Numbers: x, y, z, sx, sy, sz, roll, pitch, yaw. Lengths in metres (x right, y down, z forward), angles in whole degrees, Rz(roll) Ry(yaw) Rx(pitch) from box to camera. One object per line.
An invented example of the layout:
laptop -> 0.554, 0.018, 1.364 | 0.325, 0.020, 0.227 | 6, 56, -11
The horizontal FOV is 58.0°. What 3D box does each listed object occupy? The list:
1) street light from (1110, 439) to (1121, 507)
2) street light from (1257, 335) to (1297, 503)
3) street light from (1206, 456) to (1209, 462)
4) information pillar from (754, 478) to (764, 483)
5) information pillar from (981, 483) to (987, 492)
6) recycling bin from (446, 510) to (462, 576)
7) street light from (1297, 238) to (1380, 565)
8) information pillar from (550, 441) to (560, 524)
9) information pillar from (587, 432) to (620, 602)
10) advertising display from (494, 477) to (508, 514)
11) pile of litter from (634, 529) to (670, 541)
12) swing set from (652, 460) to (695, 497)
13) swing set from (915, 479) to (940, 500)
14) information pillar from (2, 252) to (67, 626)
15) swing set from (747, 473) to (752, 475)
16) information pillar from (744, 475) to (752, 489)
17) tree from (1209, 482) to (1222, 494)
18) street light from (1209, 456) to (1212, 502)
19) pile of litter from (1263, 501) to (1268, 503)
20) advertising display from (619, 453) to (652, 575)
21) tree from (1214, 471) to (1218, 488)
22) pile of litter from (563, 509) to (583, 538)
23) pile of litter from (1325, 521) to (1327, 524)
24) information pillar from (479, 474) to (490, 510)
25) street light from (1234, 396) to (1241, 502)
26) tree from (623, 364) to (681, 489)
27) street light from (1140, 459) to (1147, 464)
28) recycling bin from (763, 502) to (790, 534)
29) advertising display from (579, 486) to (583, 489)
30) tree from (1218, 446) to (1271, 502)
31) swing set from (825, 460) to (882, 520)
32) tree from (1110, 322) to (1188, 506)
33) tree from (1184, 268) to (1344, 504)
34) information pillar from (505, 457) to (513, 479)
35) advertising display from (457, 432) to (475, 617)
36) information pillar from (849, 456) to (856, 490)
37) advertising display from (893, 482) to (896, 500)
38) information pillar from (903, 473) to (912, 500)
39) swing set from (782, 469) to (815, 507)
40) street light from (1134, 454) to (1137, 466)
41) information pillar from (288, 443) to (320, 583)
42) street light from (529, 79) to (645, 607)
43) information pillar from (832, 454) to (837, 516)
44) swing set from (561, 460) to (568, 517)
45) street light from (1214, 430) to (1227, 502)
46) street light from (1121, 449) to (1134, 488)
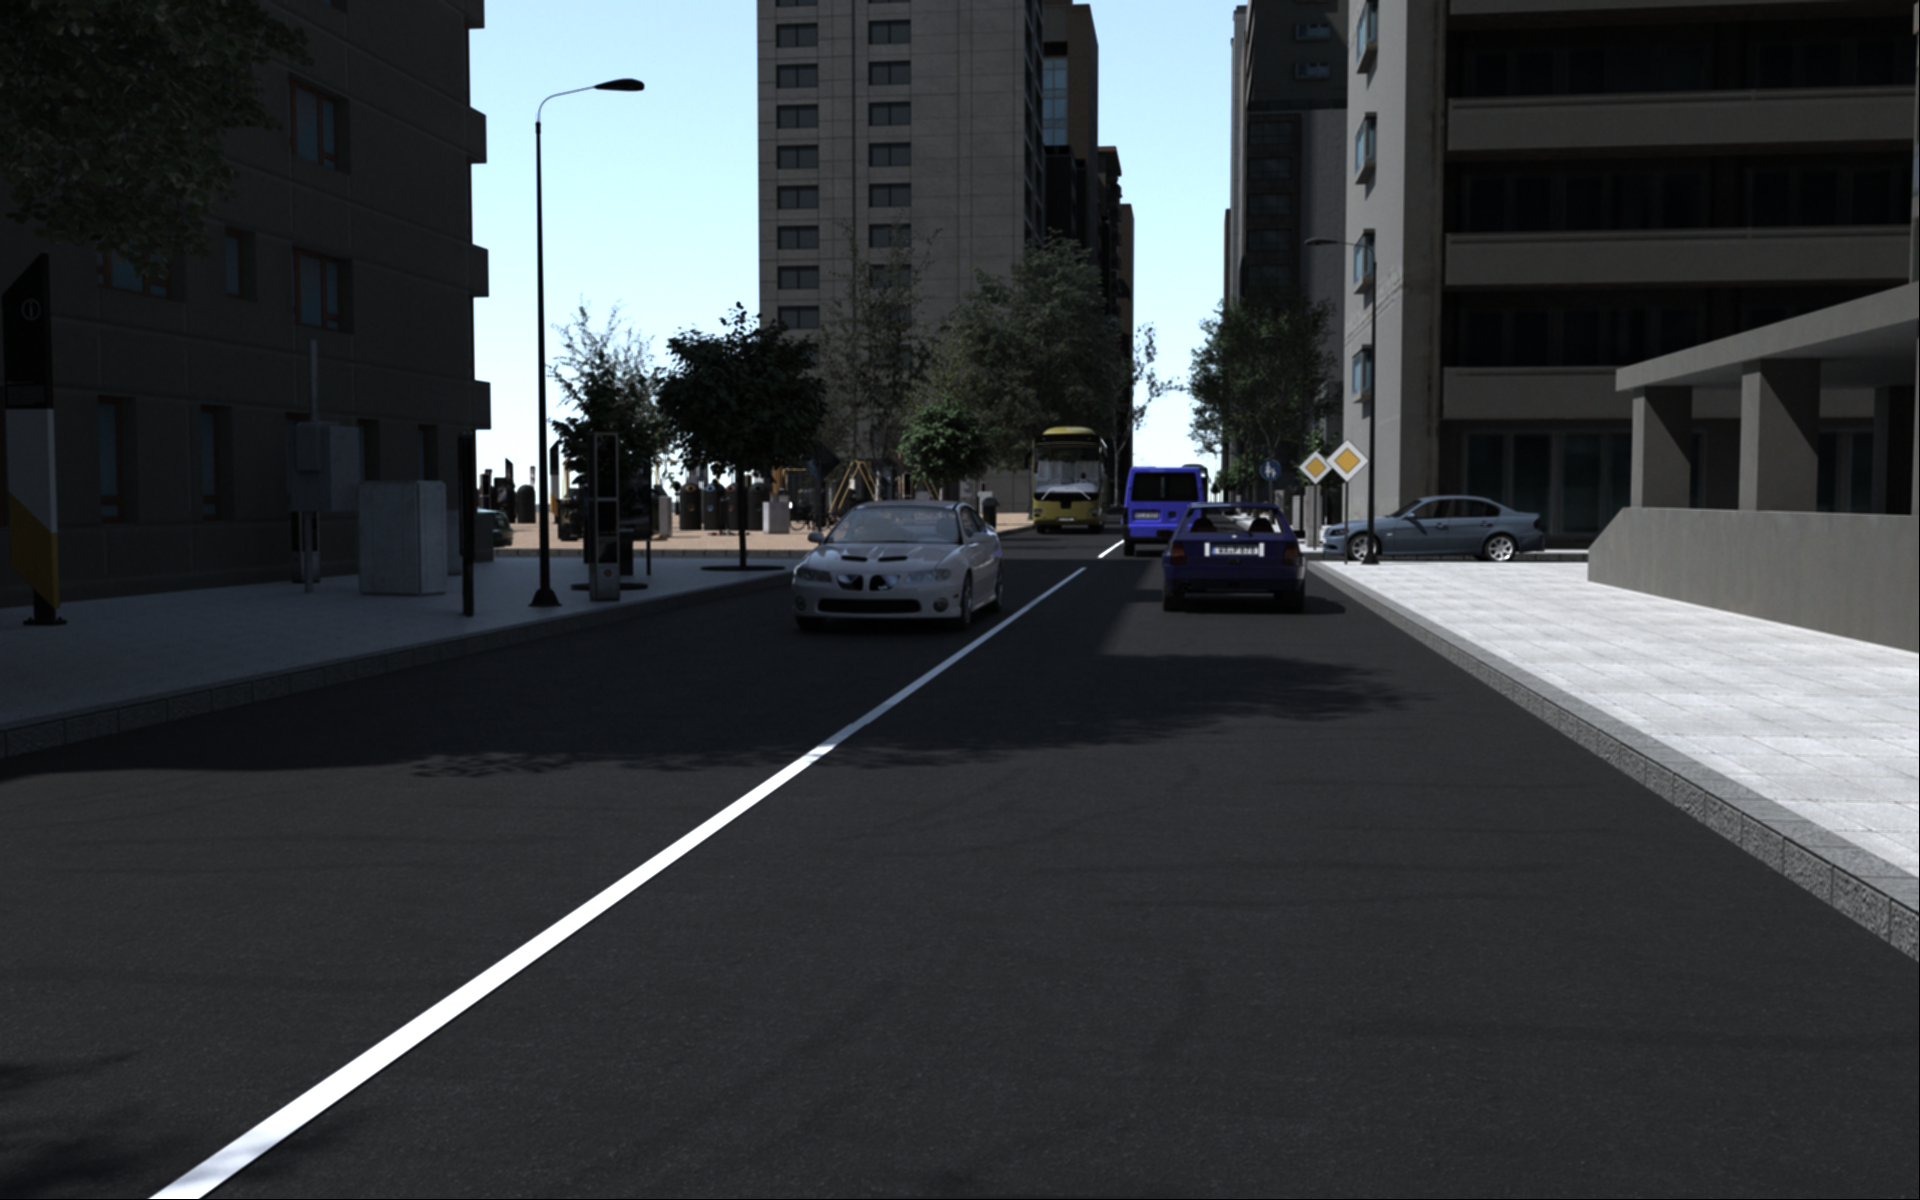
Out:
street light -> 12.708, -10.683, 147.202 | 1.470, 5.913, 1.316 | 0, 4, 8
street light -> 9.481, -4.783, 50.737 | 1.470, 5.913, 1.316 | 0, 4, 8
street light -> 30.621, -14.540, 210.275 | 1.470, 5.913, 1.316 | 0, 4, 8
information pillar -> -8.365, -4.933, 72.015 | 0.504, 3.616, 0.183 | 2, 4, 29
information pillar -> 1.573, -6.650, 113.221 | 0.304, 2.012, 0.304 | 1, 4, 17
recycling bin -> -8.335, -0.910, 27.427 | 0.722, 1.027, 0.722 | -2, 4, -32
street light -> 6.961, -3.608, 31.536 | 1.470, 5.913, 1.316 | 0, 4, 8
information pillar -> -17.453, -5.093, 74.617 | 0.183, 3.616, 0.504 | 2, 4, 32
information pillar -> -4.273, -0.996, 20.772 | 0.304, 2.012, 0.304 | -2, 4, -28
advertising display -> -17.796, -3.787, 67.127 | 0.123, 1.923, 0.974 | 1, 4, 9
pile of litter -> -8.613, -2.078, 47.936 | 1.176, 0.858, 1.719 | 0, 4, 5
swing set -> -12.611, -5.091, 80.863 | 3.119, 2.851, 2.862 | -1, 4, -12
swing set -> -2.477, -7.036, 112.663 | 2.862, 2.851, 3.119 | -1, 4, -9
information pillar -> -9.059, -1.563, 16.903 | 0.504, 3.616, 0.183 | 1, 4, 12
swing set -> -12.344, -6.364, 101.677 | 2.862, 2.851, 3.119 | 0, 4, -2
information pillar -> -8.187, -3.789, 66.434 | 0.304, 2.012, 0.304 | 2, 4, 35
tree -> 35.662, -15.182, 242.828 | 1.663, 3.219, 1.824 | 0, 3, 0
street light -> 23.581, -11.283, 157.017 | 1.470, 5.913, 1.316 | 0, 4, 8
pile of litter -> 18.912, -5.679, 106.814 | 1.719, 0.858, 1.176 | 1, 4, 10
advertising display -> -5.349, -1.351, 27.297 | 0.974, 1.923, 0.123 | -1, 4, -15
tree -> 30.575, -13.076, 197.499 | 4.285, 4.588, 4.351 | 0, 3, 0
pile of litter -> -10.885, -2.213, 50.147 | 1.176, 0.858, 1.719 | 3, 5, 44
pile of litter -> 16.342, -3.718, 74.750 | 1.719, 0.858, 1.176 | -1, 4, -14
information pillar -> -17.188, -3.559, 62.681 | 0.304, 2.012, 0.304 | -2, 4, -31
street light -> 13.610, -6.701, 82.104 | 1.470, 5.913, 1.316 | 0, 4, 8
tree -> -16.920, -8.977, 97.136 | 4.737, 8.622, 4.395 | 0, 3, 0
street light -> 23.698, -15.750, 230.057 | 1.470, 5.913, 1.316 | 0, 4, 8
recycling bin -> -5.945, -2.657, 55.996 | 0.722, 1.027, 0.722 | -1, 4, -20
advertising display -> -18.552, -4.952, 86.185 | 0.974, 1.923, 0.123 | 2, 4, 29
tree -> 20.001, -8.252, 118.639 | 4.285, 4.588, 4.351 | 0, 3, 0
swing set -> -4.777, -5.151, 81.846 | 2.862, 2.851, 3.119 | 0, 4, 4
tree -> 18.485, -20.413, 189.649 | 12.611, 20.169, 13.585 | 0, 3, 0
tree -> 12.882, -8.438, 72.374 | 8.767, 10.594, 7.601 | 3, 5, 45
information pillar -> -28.564, -7.242, 109.757 | 0.504, 3.616, 0.183 | 0, 4, 0
advertising display -> -5.262, -0.811, 18.467 | 0.123, 1.923, 0.974 | -1, 4, -18
information pillar -> -5.945, -6.400, 95.991 | 0.183, 3.616, 0.504 | -3, 4, -38
advertising display -> -3.043, -4.581, 80.107 | 0.123, 1.923, 0.974 | 0, 4, 1
information pillar -> -1.835, -3.414, 60.305 | 0.304, 2.012, 0.304 | 0, 4, -8
swing set -> -9.576, -6.793, 108.681 | 3.119, 2.851, 2.862 | 1, 4, 12
street light -> 19.641, -13.845, 198.903 | 1.470, 5.913, 1.316 | 0, 4, 8
information pillar -> -9.454, -1.253, 24.976 | 0.304, 2.012, 0.304 | 3, 5, 44
street light -> -4.219, -2.878, 19.597 | 1.470, 5.913, 1.316 | 0, 4, 8
information pillar -> -7.419, -6.780, 102.213 | 0.183, 3.616, 0.504 | 1, 4, 15
swing set -> -16.692, -5.041, 80.042 | 3.119, 2.851, 2.862 | 0, 4, -6
street light -> 19.478, -9.394, 126.129 | 1.470, 5.913, 1.316 | 0, 4, 8
street light -> 16.920, -12.586, 178.320 | 1.470, 5.913, 1.316 | 0, 4, 8
